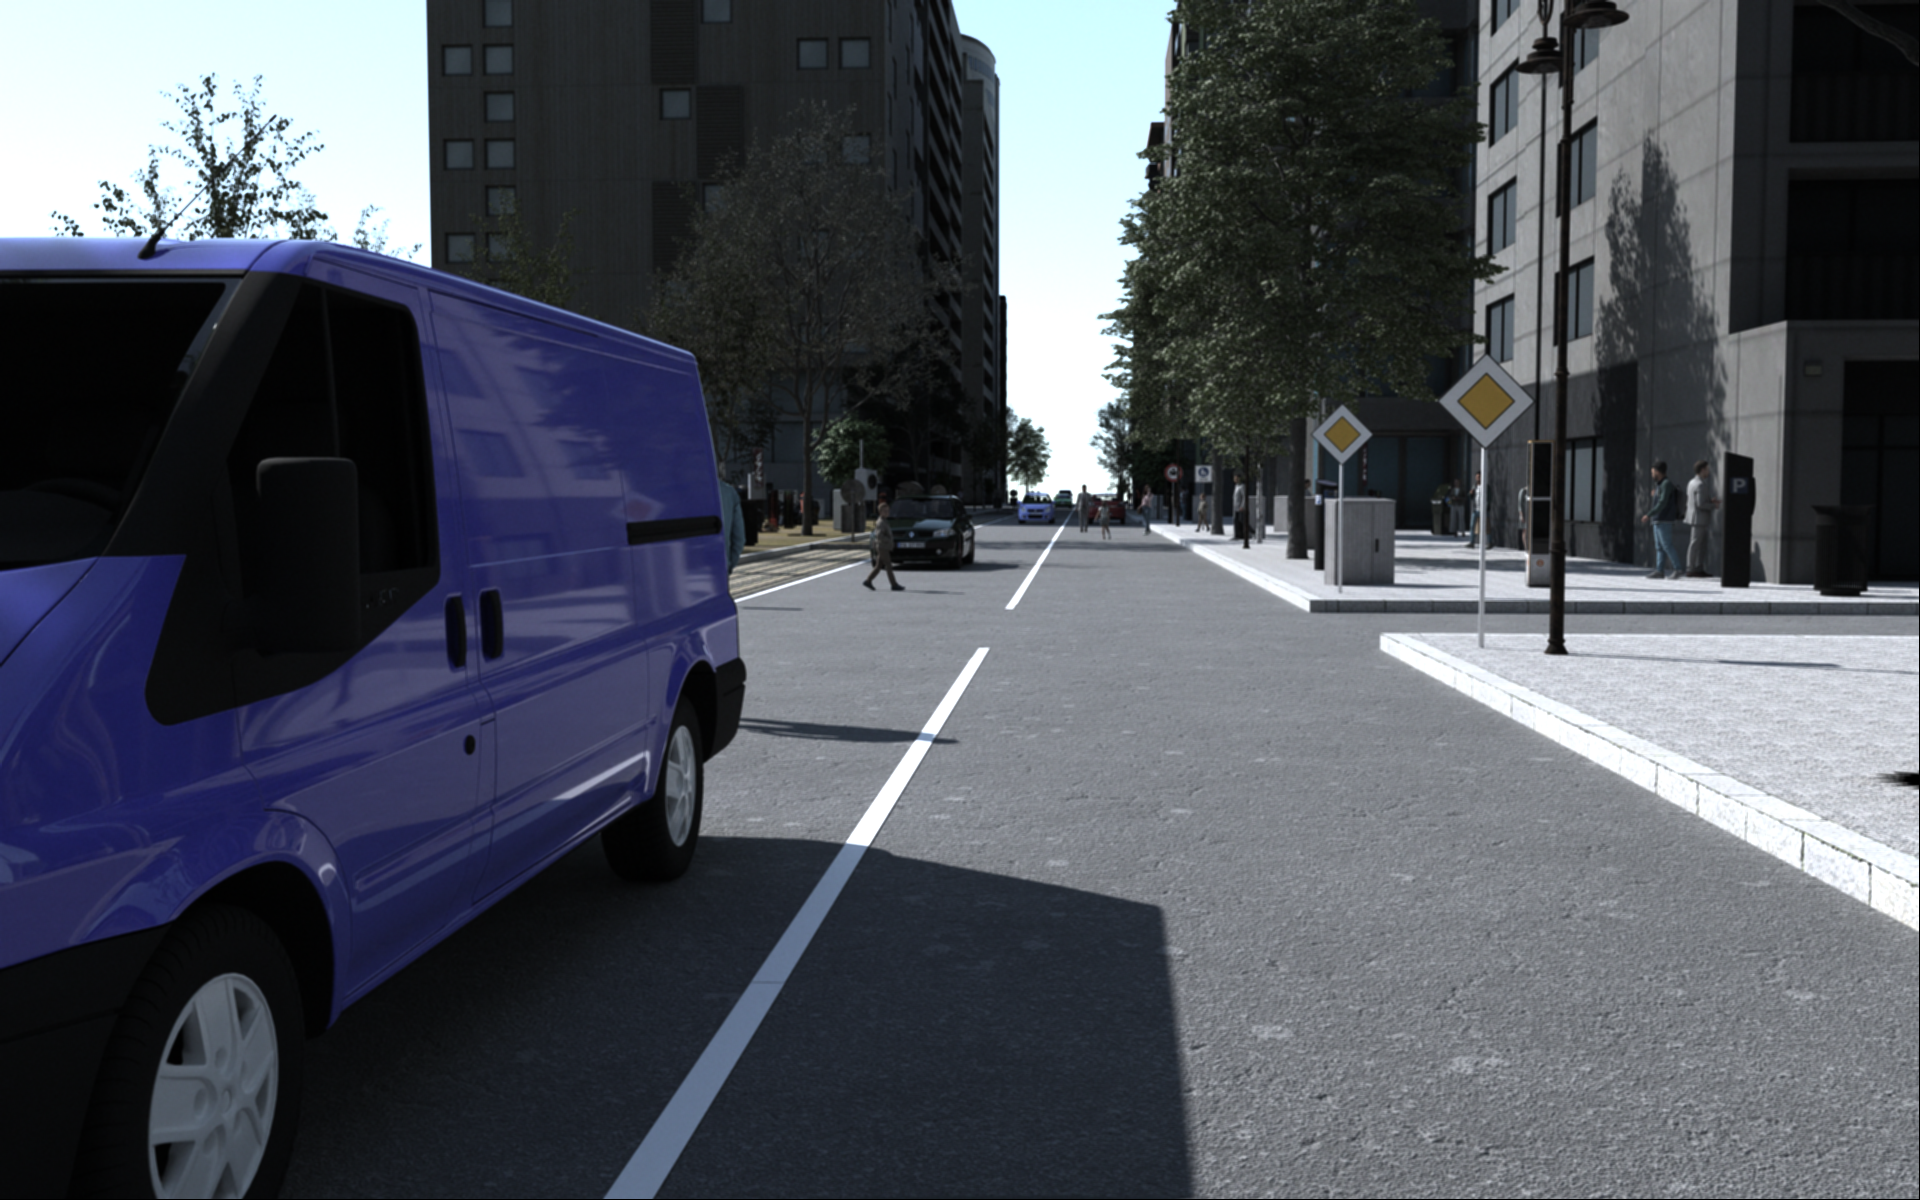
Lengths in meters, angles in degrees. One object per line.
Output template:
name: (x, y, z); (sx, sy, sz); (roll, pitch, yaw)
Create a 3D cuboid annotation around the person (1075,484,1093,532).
person: (4.679, -3.447, 65.134); (0.678, 1.792, 0.850); (0, 4, 5)

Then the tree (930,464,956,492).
tree: (-1.186, -7.206, 112.423); (1.663, 3.219, 1.824); (0, 3, 0)

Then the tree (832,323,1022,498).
tree: (-2.337, -9.494, 89.641); (7.601, 10.594, 8.767); (2, 4, 30)

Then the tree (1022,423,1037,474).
tree: (4.273, -14.652, 173.964); (7.601, 10.594, 8.767); (0, 4, 3)

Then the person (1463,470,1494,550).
person: (11.985, -2.065, 39.793); (0.713, 1.824, 0.794); (-1, 4, -17)

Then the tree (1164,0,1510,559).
tree: (6.887, -7.063, 33.602); (7.486, 12.596, 7.792); (0, 3, 0)

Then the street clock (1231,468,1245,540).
street clock: (7.889, -2.705, 48.803); (0.471, 2.002, 0.358); (3, 5, 42)

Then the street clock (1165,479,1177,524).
street clock: (9.185, -4.333, 75.413); (0.471, 2.002, 0.358); (-1, 4, -18)

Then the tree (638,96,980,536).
tree: (-4.582, -8.719, 52.919); (12.009, 13.543, 11.850); (0, 3, 0)

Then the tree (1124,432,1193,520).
tree: (10.108, -6.362, 87.732); (4.285, 4.588, 4.351); (0, 3, 0)

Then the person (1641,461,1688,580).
person: (10.602, -1.206, 26.117); (0.721, 1.781, 0.623); (1, 4, 10)

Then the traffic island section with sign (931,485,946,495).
traffic island section with sign: (-0.854, -3.878, 72.026); (1.989, 1.847, 2.006); (0, 4, 4)

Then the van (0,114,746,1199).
van: (-2.088, -0.031, 4.891); (2.240, 2.365, 5.245); (0, 4, 5)

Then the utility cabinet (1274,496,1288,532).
utility cabinet: (10.993, -2.872, 58.111); (0.306, 1.237, 1.020); (-3, 4, -37)

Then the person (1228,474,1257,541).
person: (7.801, -2.562, 47.774); (0.795, 1.843, 0.661); (-1, 4, -11)

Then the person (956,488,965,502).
person: (0.081, -7.198, 124.670); (0.756, 1.711, 0.436); (-2, 4, -32)

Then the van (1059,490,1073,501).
van: (14.835, -14.650, 243.919); (2.240, 2.365, 5.245); (0, 4, 6)

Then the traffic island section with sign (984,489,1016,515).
traffic island section with sign: (2.738, -6.954, 122.322); (1.989, 1.847, 2.006); (0, 4, 4)

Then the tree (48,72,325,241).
tree: (-12.991, -4.867, 29.935); (4.737, 8.622, 4.395); (0, 3, 0)

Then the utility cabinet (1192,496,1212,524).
utility cabinet: (10.612, -3.913, 75.138); (1.020, 1.237, 0.306); (1, 4, 22)

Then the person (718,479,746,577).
person: (-1.661, -0.151, 10.995); (0.660, 1.820, 0.620); (-3, 4, -37)

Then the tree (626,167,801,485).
tree: (-5.515, -5.451, 39.489); (4.360, 8.622, 3.978); (0, 3, 0)

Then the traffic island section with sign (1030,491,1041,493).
traffic island section with sign: (10.588, -13.668, 232.106); (1.989, 1.847, 2.006); (0, 4, 4)

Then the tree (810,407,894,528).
tree: (-4.178, -4.990, 65.307); (4.285, 4.588, 4.351); (0, 3, 0)

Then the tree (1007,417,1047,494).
tree: (9.931, -20.597, 254.883); (7.486, 12.596, 7.792); (0, 3, 0)

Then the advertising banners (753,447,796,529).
advertising banners: (-6.944, -4.183, 64.573); (2.074, 3.025, 0.090); (2, 4, 35)

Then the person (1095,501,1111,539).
person: (4.518, -2.517, 54.666); (0.505, 1.210, 0.382); (0, 4, 5)

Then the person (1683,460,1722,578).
person: (11.436, -1.245, 26.592); (0.583, 1.804, 0.606); (0, 4, 4)

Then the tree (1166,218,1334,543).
tree: (7.569, -5.783, 44.922); (4.360, 8.622, 3.978); (0, 3, 0)

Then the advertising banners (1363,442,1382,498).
advertising banners: (13.932, -3.821, 58.653); (0.090, 3.025, 2.074); (2, 4, 31)

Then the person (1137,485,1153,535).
person: (6.572, -3.161, 60.775); (0.643, 1.750, 0.593); (-3, 5, -40)

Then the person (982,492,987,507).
person: (2.202, -9.182, 156.245); (0.705, 1.814, 1.350); (-1, 4, -15)

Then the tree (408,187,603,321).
tree: (-10.232, -5.575, 41.521); (4.737, 8.622, 4.395); (0, 3, 0)

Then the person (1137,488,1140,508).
person: (16.417, -9.432, 160.197); (0.705, 1.831, 1.348); (2, 4, 31)

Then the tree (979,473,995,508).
tree: (2.598, -10.232, 161.896); (1.663, 3.219, 1.824); (0, 3, 0)

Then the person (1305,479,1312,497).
person: (10.479, -2.791, 52.431); (0.760, 1.731, 0.466); (-3, 5, -40)

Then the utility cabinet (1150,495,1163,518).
utility cabinet: (10.384, -4.991, 92.765); (1.020, 1.237, 0.306); (3, 5, 41)

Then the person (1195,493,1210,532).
person: (8.303, -2.981, 59.051); (0.640, 1.303, 0.475); (-3, 5, -40)

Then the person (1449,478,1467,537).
person: (14.760, -2.742, 51.420); (0.519, 1.759, 0.362); (2, 4, 34)

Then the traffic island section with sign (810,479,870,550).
traffic island section with sign: (-2.784, -2.233, 45.139); (1.989, 1.847, 2.006); (0, 4, 4)

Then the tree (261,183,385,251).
tree: (-14.887, -5.544, 41.002); (4.360, 8.622, 3.978); (0, 3, 0)

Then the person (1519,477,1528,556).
person: (11.827, -1.765, 35.901); (0.512, 1.701, 0.522); (0, 4, -4)

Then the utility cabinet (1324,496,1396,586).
utility cabinet: (5.675, -0.820, 24.561); (1.020, 1.237, 0.306); (-1, 4, -23)

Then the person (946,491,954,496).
person: (-0.932, -6.867, 118.332); (1.348, 1.823, 0.705); (0, 4, 1)

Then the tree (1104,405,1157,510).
tree: (13.609, -11.343, 135.826); (4.360, 8.622, 3.978); (0, 3, 0)

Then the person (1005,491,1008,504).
person: (6.160, -13.635, 229.699); (0.721, 1.735, 1.217); (-1, 4, -15)

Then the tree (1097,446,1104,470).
tree: (15.893, -12.988, 162.716); (4.360, 8.622, 3.978); (0, 3, 0)

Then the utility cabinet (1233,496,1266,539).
utility cabinet: (8.340, -2.366, 49.849); (1.020, 1.237, 0.306); (-2, 4, -34)

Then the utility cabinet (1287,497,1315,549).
utility cabinet: (8.126, -1.789, 40.418); (1.020, 1.237, 0.306); (-3, 5, -43)

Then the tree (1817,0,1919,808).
tree: (4.488, -4.979, 7.167); (9.928, 11.665, 9.643); (0, 3, 0)

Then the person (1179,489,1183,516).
person: (12.945, -5.753, 101.571); (0.415, 1.643, 0.593); (1, 4, 21)

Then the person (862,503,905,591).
person: (-1.140, -0.796, 25.789); (0.640, 1.303, 0.475); (0, 4, -6)

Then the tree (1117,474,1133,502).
tree: (15.927, -10.618, 168.208); (1.663, 3.219, 1.824); (0, 3, 0)

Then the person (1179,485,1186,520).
person: (10.959, -4.759, 84.691); (0.643, 1.720, 0.563); (-2, 4, -26)

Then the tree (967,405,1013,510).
tree: (2.020, -11.589, 139.838); (4.737, 8.622, 4.395); (0, 3, 0)

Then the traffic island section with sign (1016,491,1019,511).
traffic island section with sign: (4.685, -8.620, 149.571); (1.989, 1.847, 2.006); (0, 4, 4)

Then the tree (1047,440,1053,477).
tree: (7.793, -8.322, 54.194); (7.486, 12.596, 7.792); (0, 3, 0)
